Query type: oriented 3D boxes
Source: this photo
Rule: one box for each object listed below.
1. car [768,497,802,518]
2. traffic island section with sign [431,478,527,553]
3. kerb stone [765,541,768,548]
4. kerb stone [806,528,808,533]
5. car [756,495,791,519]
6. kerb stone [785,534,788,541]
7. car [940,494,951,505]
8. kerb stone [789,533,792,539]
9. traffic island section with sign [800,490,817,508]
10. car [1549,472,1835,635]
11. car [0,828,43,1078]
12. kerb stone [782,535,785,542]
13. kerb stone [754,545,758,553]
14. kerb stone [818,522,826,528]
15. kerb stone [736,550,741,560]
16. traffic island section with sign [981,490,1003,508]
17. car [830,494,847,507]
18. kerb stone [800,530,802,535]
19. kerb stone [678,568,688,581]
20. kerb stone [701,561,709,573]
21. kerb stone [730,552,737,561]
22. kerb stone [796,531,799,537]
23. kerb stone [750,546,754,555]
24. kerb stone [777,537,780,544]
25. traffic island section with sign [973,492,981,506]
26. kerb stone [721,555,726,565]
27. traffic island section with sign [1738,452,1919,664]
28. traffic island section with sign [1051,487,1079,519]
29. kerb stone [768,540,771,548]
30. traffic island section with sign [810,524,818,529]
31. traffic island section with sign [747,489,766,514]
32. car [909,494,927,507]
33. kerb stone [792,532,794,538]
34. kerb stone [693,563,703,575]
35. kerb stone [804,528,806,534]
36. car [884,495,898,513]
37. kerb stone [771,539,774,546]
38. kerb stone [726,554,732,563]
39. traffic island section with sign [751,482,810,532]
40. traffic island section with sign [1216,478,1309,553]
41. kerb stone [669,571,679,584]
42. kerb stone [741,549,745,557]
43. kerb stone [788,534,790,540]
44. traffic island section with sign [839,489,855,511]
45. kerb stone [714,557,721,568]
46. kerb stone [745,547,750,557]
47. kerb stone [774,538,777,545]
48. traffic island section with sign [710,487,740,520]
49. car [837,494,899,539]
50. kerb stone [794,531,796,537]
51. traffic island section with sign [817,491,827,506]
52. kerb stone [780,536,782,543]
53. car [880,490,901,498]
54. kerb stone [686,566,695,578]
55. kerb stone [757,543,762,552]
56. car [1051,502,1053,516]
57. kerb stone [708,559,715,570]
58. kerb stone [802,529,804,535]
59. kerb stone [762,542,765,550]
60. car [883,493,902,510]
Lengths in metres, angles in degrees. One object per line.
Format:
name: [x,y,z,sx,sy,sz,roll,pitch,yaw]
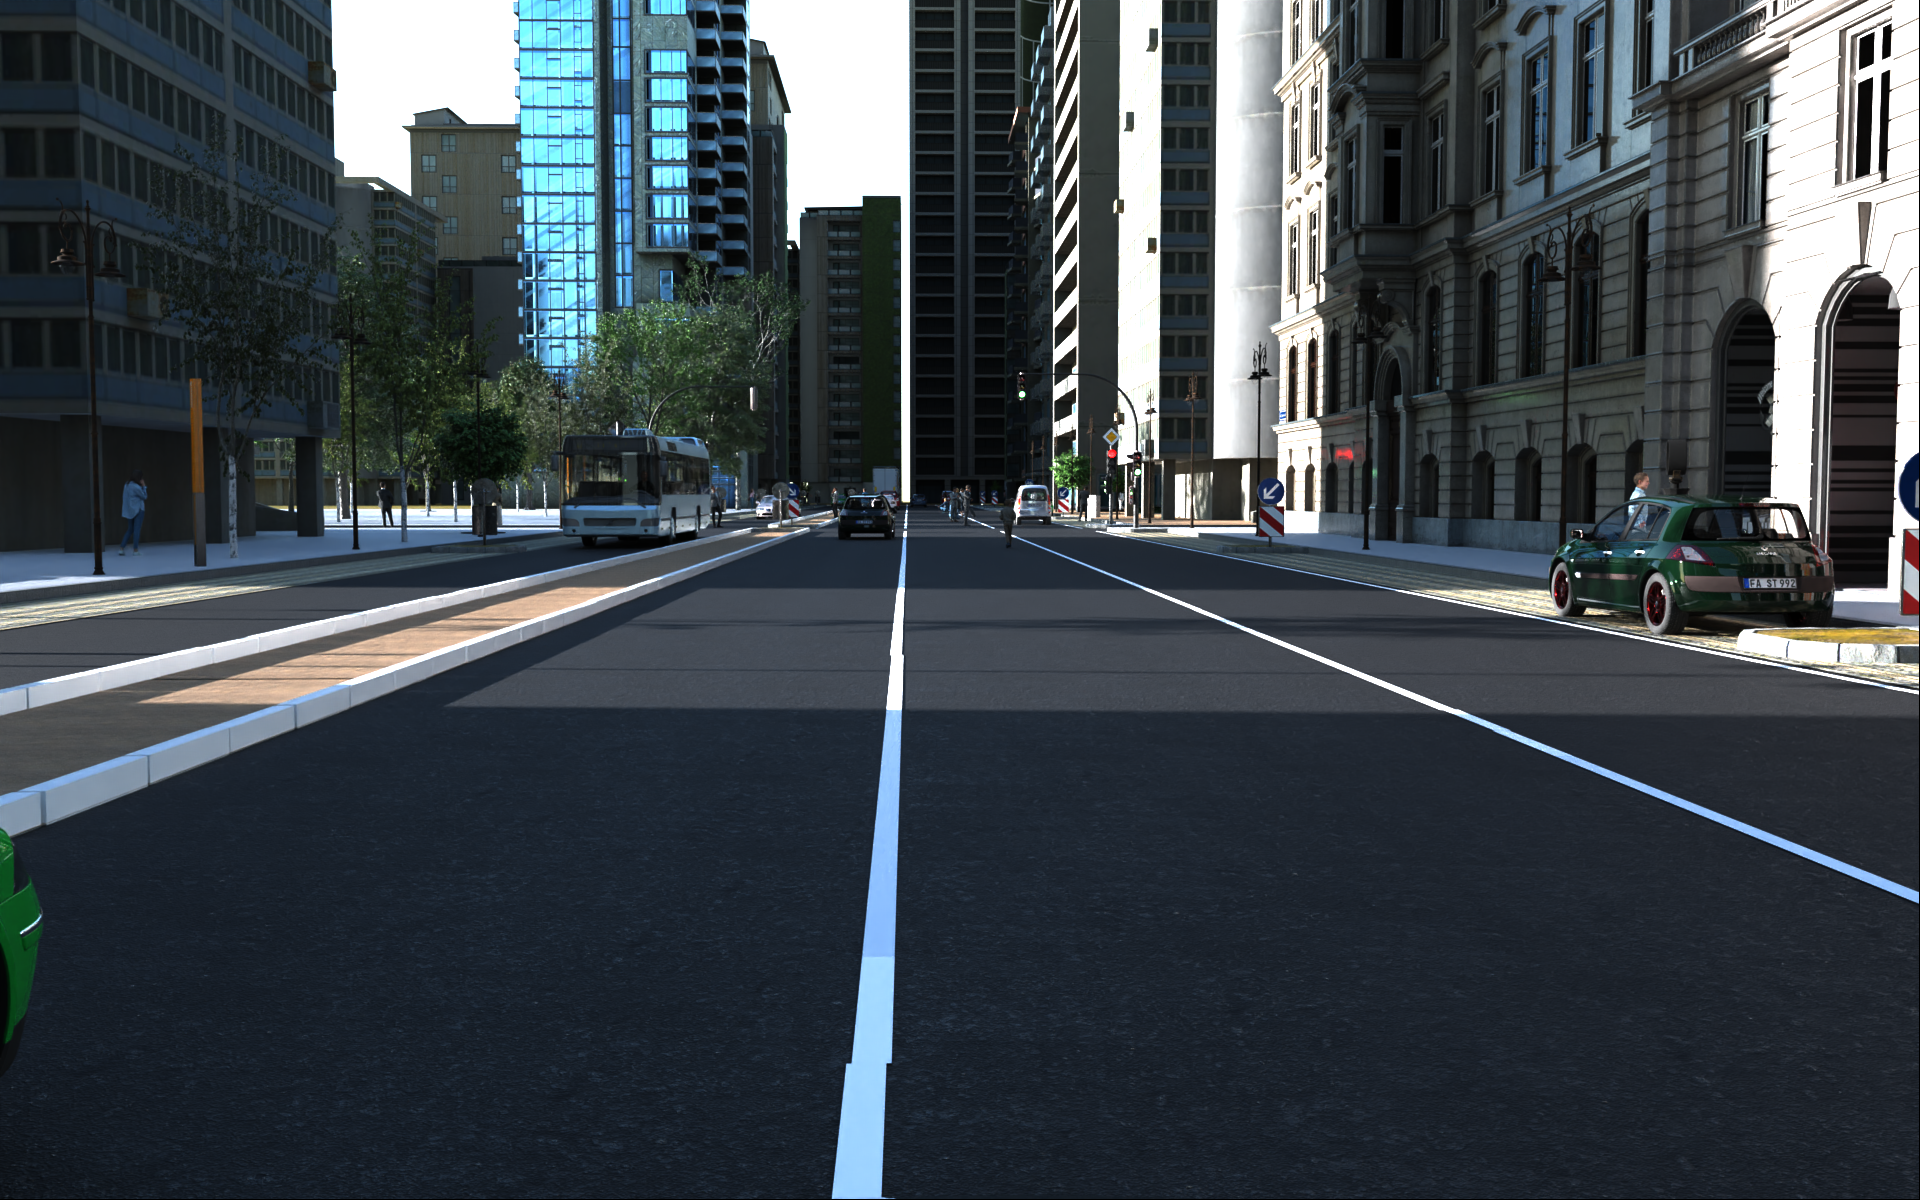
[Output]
car: [-10.706,-5.747,105.755,2.131,1.459,4.920,0,4,-2]
traffic island section with sign: [-11.778,-2.079,42.613,1.989,1.847,2.006,0,4,-2]
kerb stone: [-5.136,-1.386,44.856,0.120,0.150,1.000,0,4,-2]
kerb stone: [-5.659,-2.447,62.281,0.120,0.150,1.000,0,4,-2]
car: [-10.654,-5.335,99.593,2.083,1.381,4.827,0,4,-2]
kerb stone: [-5.345,-1.825,52.038,0.120,0.150,1.000,0,4,-2]
car: [-1.361,-12.220,208.834,2.155,1.783,4.494,0,4,-1]
kerb stone: [-5.416,-1.947,54.084,0.120,0.150,1.000,0,4,-2]
traffic island section with sign: [-15.768,-10.191,175.256,1.989,1.847,2.006,0,4,-2]
car: [7.872,-0.561,18.961,2.009,1.686,4.222,0,4,-1]
car: [-2.700,0.436,1.661,1.959,1.807,4.718,0,4,-2]
kerb stone: [-5.323,-1.763,51.016,0.120,0.150,1.000,0,4,-2]
kerb stone: [-5.049,-1.197,41.774,0.120,0.150,1.000,0,4,-2]
kerb stone: [-6.077,-3.297,76.100,0.120,0.150,1.000,0,4,-2]
kerb stone: [-4.921,-0.945,37.684,0.120,0.150,1.000,0,4,-2]
traffic island section with sign: [3.364,-10.181,175.091,1.989,1.847,2.006,0,4,-2]
car: [-13.049,-10.939,187.646,1.959,1.807,4.718,0,4,-3]
kerb stone: [-5.581,-2.264,59.204,0.120,0.150,1.000,0,4,-2]
kerb stone: [-4.645,-0.384,28.477,0.120,0.150,1.000,0,4,-2]
kerb stone: [-4.742,-0.572,31.549,0.120,0.150,1.000,0,4,-2]
kerb stone: [-4.894,-0.885,36.663,0.120,0.150,1.000,0,4,-2]
kerb stone: [-5.505,-2.139,57.161,0.120,0.150,1.000,0,4,-2]
kerb stone: [-5.010,-1.135,40.753,0.120,0.150,1.000,0,4,-2]
kerb stone: [-5.264,-1.635,48.964,0.120,0.150,1.000,0,4,-2]
traffic island section with sign: [2.528,-11.874,202.770,1.989,1.847,2.006,0,4,-2]
kerb stone: [-4.832,-0.760,34.617,0.120,0.150,1.000,0,4,-2]
traffic island section with sign: [8.164,-0.420,15.493,1.989,1.847,2.006,0,4,-2]
traffic island section with sign: [5.676,-5.470,98.066,1.989,1.847,2.006,0,4,-2]
kerb stone: [-5.170,-1.448,45.877,0.120,0.150,1.000,0,4,-2]
traffic island section with sign: [-7.010,-3.945,72.640,2.006,1.907,1.989,0,4,-2]
traffic island section with sign: [-14.259,-7.102,124.738,1.989,1.847,2.006,0,4,-2]
car: [-4.522,-10.789,188.410,2.014,1.417,4.499,0,4,-3]
kerb stone: [-5.446,-2.009,55.119,0.120,0.150,1.000,0,4,-2]
kerb stone: [-4.702,-0.510,30.528,0.120,0.150,1.000,0,4,-2]
kerb stone: [-5.628,-2.388,61.247,0.120,0.150,1.000,0,4,-2]
car: [-5.644,-7.162,129.464,2.083,1.381,4.827,0,4,-2]
kerb stone: [-5.201,-1.509,46.902,0.120,0.150,1.000,0,4,-2]
kerb stone: [-4.859,-0.822,35.640,0.120,0.150,1.000,0,4,-2]
traffic island section with sign: [-6.797,-3.492,65.236,2.006,1.907,1.989,0,4,-2]
traffic island section with sign: [7.356,-2.068,42.436,1.989,1.847,2.006,0,4,-2]
kerb stone: [-4.618,-0.322,27.455,0.120,0.150,1.000,0,4,-2]
kerb stone: [-4.959,-1.005,38.706,0.120,0.150,1.000,0,4,-2]
kerb stone: [-5.381,-1.880,53.063,0.120,0.150,1.000,0,4,-2]
traffic island section with sign: [-9.280,-8.539,147.744,2.006,1.907,1.989,0,4,-2]
kerb stone: [-4.801,-0.697,33.595,0.120,0.150,1.000,0,4,-2]
kerb stone: [-4.982,-1.072,39.729,0.120,0.150,1.000,0,4,-2]
kerb stone: [-5.235,-1.574,47.933,0.120,0.150,1.000,0,4,-2]
traffic island section with sign: [-13.431,-5.430,97.406,1.989,1.847,2.006,0,4,-2]
car: [-3.002,-2.832,56.088,2.009,1.686,4.222,0,4,0]
kerb stone: [-5.484,-2.076,56.140,0.120,0.150,1.000,0,4,-2]
traffic island section with sign: [-16.596,-11.881,202.886,1.989,1.847,2.006,0,4,-2]
kerb stone: [-5.299,-1.700,49.990,0.120,0.150,1.000,0,4,-2]
car: [-7.015,-9.954,171.413,2.281,1.827,5.304,0,4,0]
kerb stone: [-4.673,-0.447,29.499,0.120,0.150,1.000,0,4,-2]
kerb stone: [-5.070,-1.261,42.806,0.120,0.150,1.000,0,4,-2]
car: [4.988,-6.242,110.856,1.959,1.807,4.718,0,4,-1]
kerb stone: [-4.774,-0.634,32.574,0.120,0.150,1.000,0,4,-2]
kerb stone: [-5.601,-2.326,60.226,0.120,0.150,1.000,0,4,-2]
kerb stone: [-5.108,-1.323,43.827,0.120,0.150,1.000,0,4,-2]
car: [-6.335,-9.023,156.558,2.155,1.783,4.494,0,4,-3]
